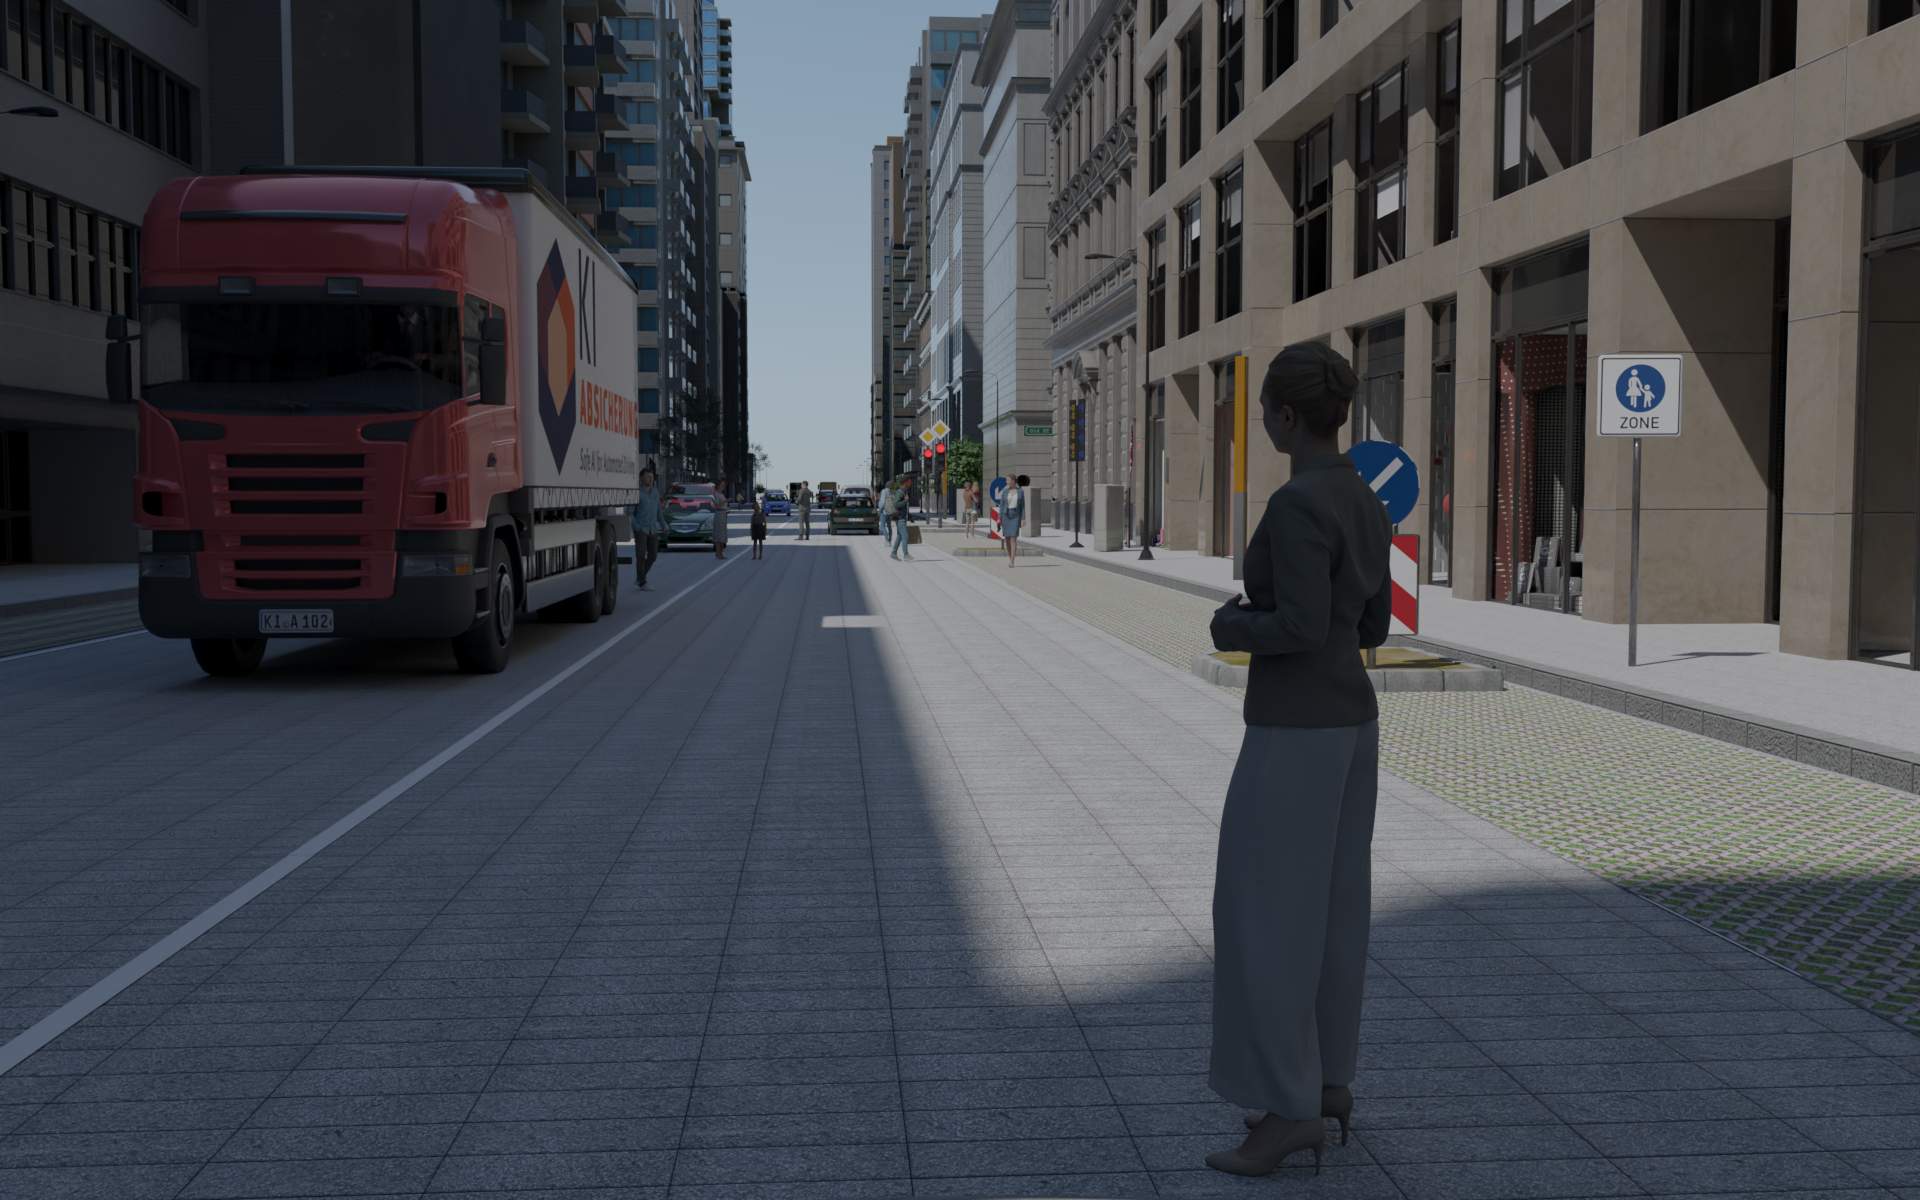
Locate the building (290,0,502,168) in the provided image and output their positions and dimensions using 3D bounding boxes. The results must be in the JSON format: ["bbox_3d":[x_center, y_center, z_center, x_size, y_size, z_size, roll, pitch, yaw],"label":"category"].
[{"bbox_3d":[-23.870,-13.815,55.558,15.834,23.373,12.332,0,4,-4],"label":"building"}]

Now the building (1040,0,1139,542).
[{"bbox_3d":[8.817,-13.784,54.252,11.050,23.489,19.941,0,4,-4],"label":"building"}]

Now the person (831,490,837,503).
[{"bbox_3d":[-10.556,-8.366,145.629,0.623,1.781,0.721,-1,4,-11],"label":"person"}]

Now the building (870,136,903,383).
[{"bbox_3d":[-4.397,-45.852,291.678,21.231,58.520,28.212,0,4,-4],"label":"building"}]

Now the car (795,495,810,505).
[{"bbox_3d":[-20.148,-13.023,222.714,2.009,1.686,4.222,0,4,-3],"label":"car"}]

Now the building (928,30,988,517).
[{"bbox_3d":[4.358,-20.500,112.674,11.434,29.767,29.804,0,4,-4],"label":"building"}]

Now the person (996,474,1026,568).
[{"bbox_3d":[1.029,-1.542,33.734,0.581,1.822,0.654,1,4,21],"label":"person"}]

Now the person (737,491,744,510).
[{"bbox_3d":[-19.329,-8.750,152.284,0.721,1.735,1.217,-2,4,-34],"label":"person"}]

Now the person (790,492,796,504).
[{"bbox_3d":[-25.243,-15.426,261.427,1.217,1.735,0.721,2,4,34],"label":"person"}]

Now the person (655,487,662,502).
[{"bbox_3d":[-15.837,-5.026,90.852,0.590,1.801,0.661,0,4,2],"label":"person"}]

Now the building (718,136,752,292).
[{"bbox_3d":[-45.716,-40.862,257.330,28.713,52.752,27.495,0,4,-4],"label":"building"}]

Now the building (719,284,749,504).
[{"bbox_3d":[-36.407,-28.473,237.231,14.160,30.474,14.107,0,4,-4],"label":"building"}]

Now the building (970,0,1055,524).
[{"bbox_3d":[23.161,-18.747,82.927,44.131,29.872,17.030,0,4,-4],"label":"building"}]

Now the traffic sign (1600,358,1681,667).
[{"bbox_3d":[5.003,-0.654,12.823,0.606,2.300,0.079,0,4,3],"label":"traffic sign"}]

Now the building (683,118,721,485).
[{"bbox_3d":[-32.926,-30.567,183.372,14.154,41.232,14.086,0,4,-4],"label":"building"}]

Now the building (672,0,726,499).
[{"bbox_3d":[-37.827,-46.557,199.452,20.563,71.187,20.611,0,4,-4],"label":"building"}]

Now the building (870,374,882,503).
[{"bbox_3d":[0.519,-25.661,264.596,27.650,21.520,28.899,0,4,-4],"label":"building"}]

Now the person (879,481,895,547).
[{"bbox_3d":[-1.980,-2.355,47.277,0.793,1.790,0.793,0,4,3],"label":"person"}]

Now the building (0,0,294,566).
[{"bbox_3d":[-20.329,-12.455,22.711,14.314,24.678,30.058,0,4,-4],"label":"building"}]

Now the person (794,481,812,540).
[{"bbox_3d":[-4.889,-2.774,53.656,0.447,1.846,0.655,2,4,35],"label":"person"}]

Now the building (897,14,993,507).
[{"bbox_3d":[5.627,-34.201,178.799,23.786,49.044,30.456,0,4,-4],"label":"building"}]

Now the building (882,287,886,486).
[{"bbox_3d":[-3.923,-28.749,241.742,14.160,30.474,14.107,0,4,-4],"label":"building"}]

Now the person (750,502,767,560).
[{"bbox_3d":[-4.407,-1.512,37.887,0.362,1.253,0.373,0,4,-2],"label":"person"}]

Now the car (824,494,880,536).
[{"bbox_3d":[-3.785,-3.146,61.228,2.009,1.686,4.222,0,4,-6],"label":"car"}]

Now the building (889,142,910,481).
[{"bbox_3d":[-1.648,-34.600,215.827,14.600,45.320,14.200,0,4,-4],"label":"building"}]

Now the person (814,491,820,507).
[{"bbox_3d":[-16.129,-11.606,198.393,1.348,1.807,0.705,-1,4,-17],"label":"person"}]

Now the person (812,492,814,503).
[{"bbox_3d":[-23.178,-16.154,272.761,0.705,1.807,1.348,1,4,9],"label":"person"}]

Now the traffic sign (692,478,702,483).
[{"bbox_3d":[-20.347,-8.200,134.180,0.768,2.556,0.104,0,4,3],"label":"traffic sign"}]

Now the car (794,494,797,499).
[{"bbox_3d":[-25.309,-16.140,273.680,2.009,1.686,4.222,0,4,-3],"label":"car"}]

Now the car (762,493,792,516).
[{"bbox_3d":[-11.841,-6.285,112.342,1.945,1.707,3.694,0,4,-4],"label":"car"}]

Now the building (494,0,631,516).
[{"bbox_3d":[-28.184,-26.301,84.644,22.147,44.769,28.867,0,4,-4],"label":"building"}]

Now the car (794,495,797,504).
[{"bbox_3d":[-22.256,-14.303,242.656,1.959,1.807,4.718,0,4,-3],"label":"car"}]

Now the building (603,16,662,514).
[{"bbox_3d":[-37.393,-26.096,118.551,32.217,40.220,23.993,0,4,-4],"label":"building"}]

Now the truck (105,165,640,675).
[{"bbox_3d":[-5.052,-1.726,17.141,2.839,4.237,11.283,0,4,-4],"label":"truck"}]

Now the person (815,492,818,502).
[{"bbox_3d":[-24.942,-17.943,302.388,0.721,1.766,1.217,2,4,29],"label":"person"}]

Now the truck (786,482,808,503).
[{"bbox_3d":[-26.786,-17.722,285.669,3.469,3.379,9.791,0,4,-4],"label":"truck"}]

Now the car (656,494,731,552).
[{"bbox_3d":[-6.954,-2.001,44.522,2.131,1.459,4.920,0,4,-6],"label":"car"}]

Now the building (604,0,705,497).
[{"bbox_3d":[-36.330,-33.065,160.227,23.786,49.044,30.456,0,4,-4],"label":"building"}]

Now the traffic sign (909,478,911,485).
[{"bbox_3d":[-4.061,-8.001,130.920,0.768,2.556,0.104,0,4,0],"label":"traffic sign"}]

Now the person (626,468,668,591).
[{"bbox_3d":[-4.710,-1.058,25.824,0.620,1.820,0.660,2,4,34],"label":"person"}]

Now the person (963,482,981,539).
[{"bbox_3d":[0.390,-2.873,55.453,0.580,1.828,0.573,0,4,-1],"label":"person"}]

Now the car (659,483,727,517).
[{"bbox_3d":[-8.905,-2.984,57.468,2.281,1.827,5.304,0,4,-2],"label":"car"}]

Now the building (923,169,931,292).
[{"bbox_3d":[3.597,-23.560,156.909,14.160,30.474,14.107,0,4,-4],"label":"building"}]

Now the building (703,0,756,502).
[{"bbox_3d":[-44.934,-59.509,285.635,22.319,86.520,31.000,0,4,-4],"label":"building"}]

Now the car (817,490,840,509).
[{"bbox_3d":[-12.684,-9.718,167.565,2.281,1.827,5.304,0,4,-3],"label":"car"}]

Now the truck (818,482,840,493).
[{"bbox_3d":[-20.349,-16.613,267.548,3.469,3.379,9.791,0,4,-3],"label":"truck"}]

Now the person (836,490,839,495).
[{"bbox_3d":[-13.649,-11.220,191.585,1.348,1.869,0.705,0,4,4],"label":"person"}]

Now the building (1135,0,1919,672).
[{"bbox_3d":[15.264,-13.577,26.505,19.350,26.468,34.151,0,4,-4],"label":"building"}]

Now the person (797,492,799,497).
[{"bbox_3d":[-22.080,-13.859,236.016,0.541,1.710,0.530,-3,5,-44],"label":"person"}]

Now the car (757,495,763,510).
[{"bbox_3d":[-17.341,-8.841,156.904,2.083,1.381,4.827,0,4,-5],"label":"car"}]

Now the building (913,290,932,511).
[{"bbox_3d":[1.966,-16.725,138.075,10.561,19.102,19.286,0,4,-4],"label":"building"}]

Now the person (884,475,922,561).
[{"bbox_3d":[-1.192,-1.730,36.775,0.713,1.824,0.794,2,4,27],"label":"person"}]

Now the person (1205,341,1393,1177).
[{"bbox_3d":[0.726,0.321,3.801,0.362,1.759,0.519,2,4,35],"label":"person"}]

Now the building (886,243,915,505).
[{"bbox_3d":[-0.964,-26.267,201.171,14.160,30.474,14.107,0,4,-4],"label":"building"}]

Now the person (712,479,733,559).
[{"bbox_3d":[-5.192,-1.774,38.068,0.524,1.755,0.480,1,4,9],"label":"person"}]
